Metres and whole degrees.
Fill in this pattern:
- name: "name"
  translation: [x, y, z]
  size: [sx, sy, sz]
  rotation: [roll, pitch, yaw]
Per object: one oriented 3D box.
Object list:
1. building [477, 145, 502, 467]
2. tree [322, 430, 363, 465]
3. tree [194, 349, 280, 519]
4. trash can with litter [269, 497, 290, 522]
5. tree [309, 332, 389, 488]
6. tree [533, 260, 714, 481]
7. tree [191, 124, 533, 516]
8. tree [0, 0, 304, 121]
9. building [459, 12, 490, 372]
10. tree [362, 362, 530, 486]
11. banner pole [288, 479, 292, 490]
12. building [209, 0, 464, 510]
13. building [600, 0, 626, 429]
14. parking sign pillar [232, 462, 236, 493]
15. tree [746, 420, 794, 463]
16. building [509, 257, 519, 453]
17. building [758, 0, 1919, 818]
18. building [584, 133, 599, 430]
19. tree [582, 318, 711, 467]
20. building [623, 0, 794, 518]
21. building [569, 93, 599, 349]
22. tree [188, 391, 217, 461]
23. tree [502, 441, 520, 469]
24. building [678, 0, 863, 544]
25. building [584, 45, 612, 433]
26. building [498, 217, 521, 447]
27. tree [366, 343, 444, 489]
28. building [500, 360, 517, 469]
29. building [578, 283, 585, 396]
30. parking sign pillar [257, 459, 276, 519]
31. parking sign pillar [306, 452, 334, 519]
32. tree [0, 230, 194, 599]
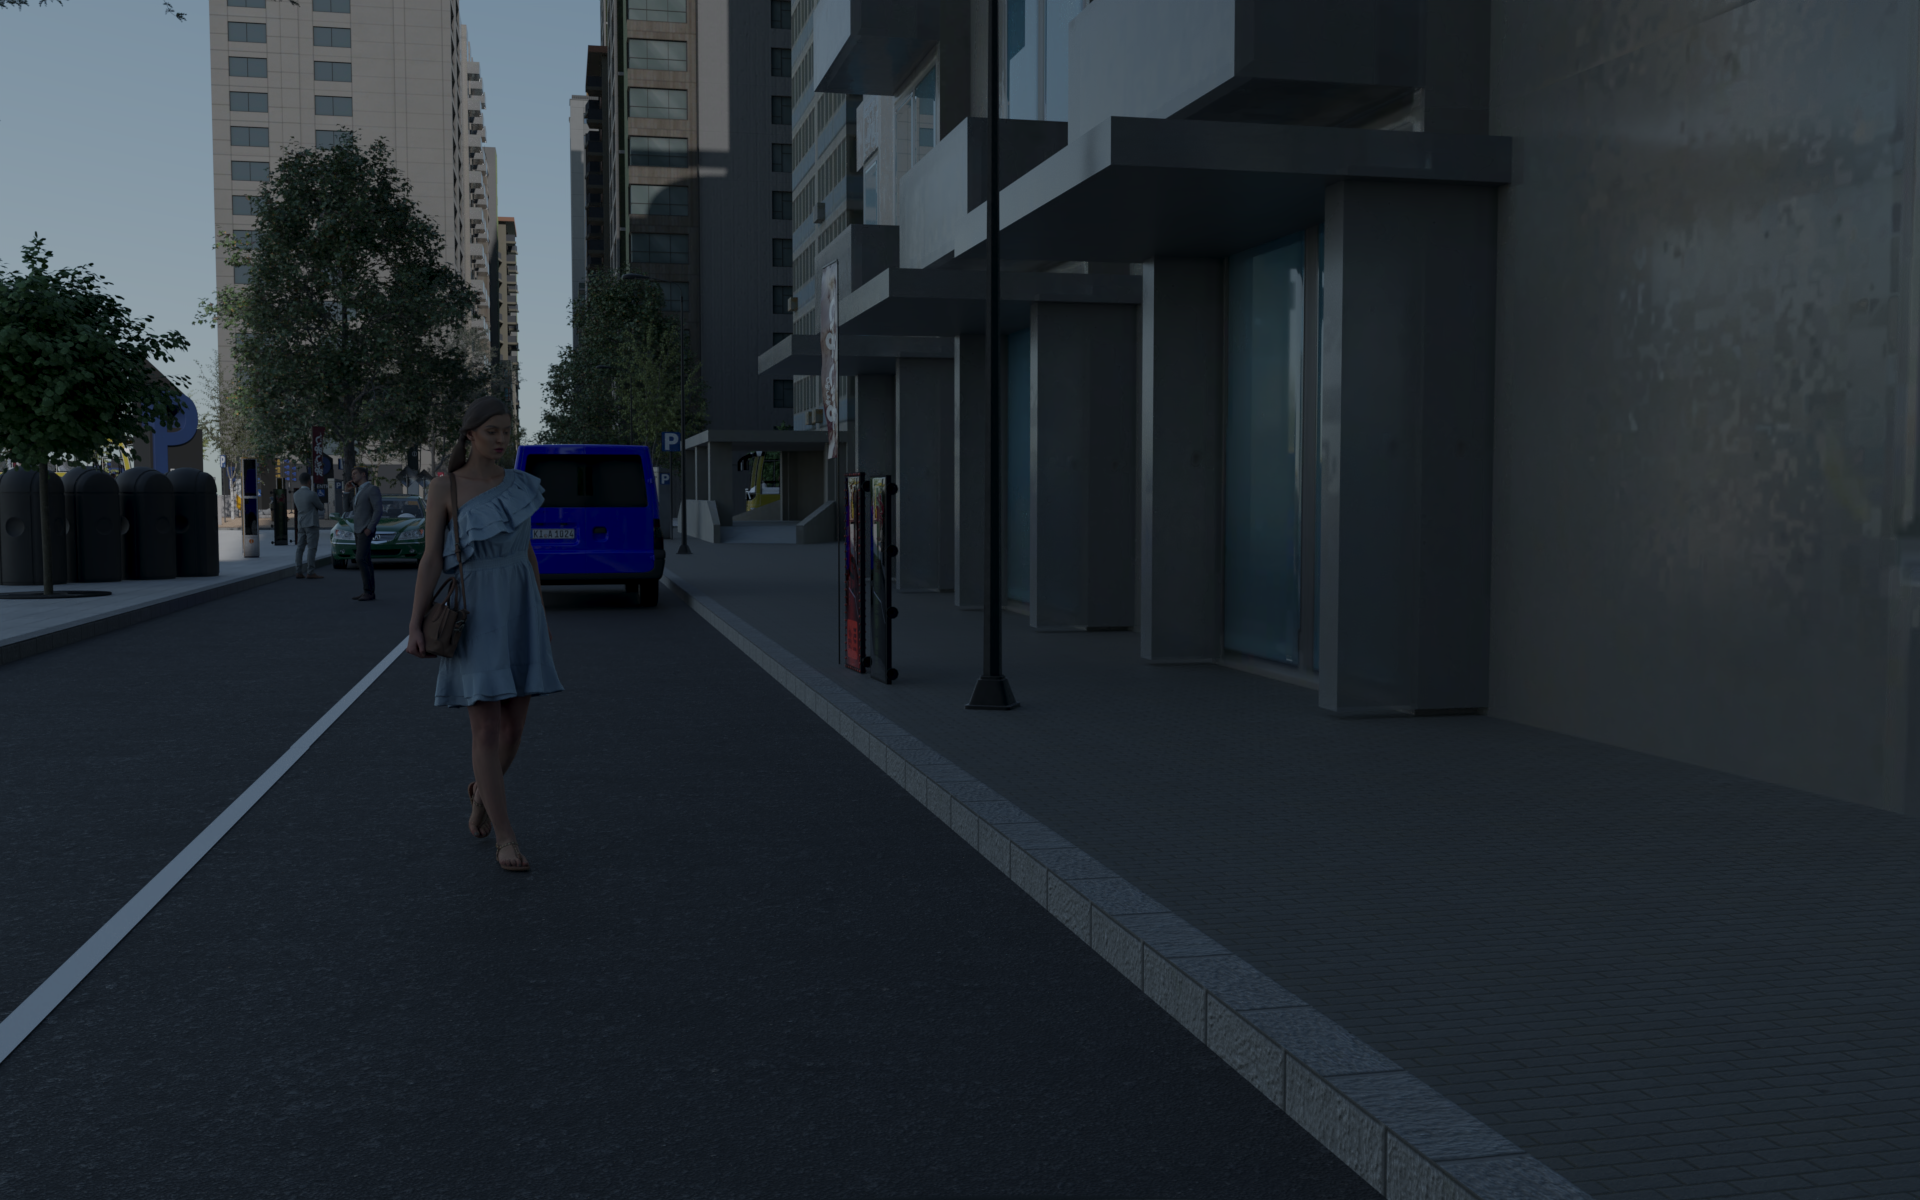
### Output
- name: "building"
  translation: [-59.788, -31.394, 196.886]
  size: [14.154, 41.232, 14.086]
  rotation: [-1, 4, -13]
- name: "tree"
  translation: [-42.277, -11.635, 124.651]
  size: [8.767, 10.594, 7.601]
  rotation: [-1, 4, -11]
- name: "tree"
  translation: [-36.879, -8.388, 87.505]
  size: [4.360, 8.622, 3.978]
  rotation: [0, 3, 0]
- name: "trash can with litter"
  translation: [-31.590, -4.228, 80.521]
  size: [1.055, 1.170, 0.624]
  rotation: [2, 4, 28]
- name: "tree"
  translation: [-25.469, -7.441, 72.019]
  size: [4.737, 8.622, 4.395]
  rotation: [0, 3, 0]
- name: "tree"
  translation: [-16.449, -10.272, 84.947]
  size: [9.611, 12.733, 9.660]
  rotation: [0, 3, 0]
- name: "tree"
  translation: [-19.171, -8.392, 54.220]
  size: [9.611, 12.733, 9.660]
  rotation: [0, 3, 0]
- name: "tree"
  translation: [-8.672, -6.031, 8.972]
  size: [12.009, 13.543, 11.850]
  rotation: [0, 3, 0]
- name: "building"
  translation: [-59.019, -33.883, 173.600]
  size: [23.786, 49.044, 30.456]
  rotation: [-1, 4, -13]
- name: "tree"
  translation: [-32.760, -10.941, 113.303]
  size: [8.767, 10.594, 7.601]
  rotation: [1, 4, 18]
- name: "banner pole"
  translation: [-49.898, -8.500, 128.992]
  size: [0.401, 3.779, 0.863]
  rotation: [0, 4, -2]
- name: "building"
  translation: [-51.309, -43.434, 148.393]
  size: [20.563, 71.187, 20.611]
  rotation: [-1, 4, -13]
- name: "building"
  translation: [-31.786, -46.267, 194.710]
  size: [20.563, 71.187, 20.611]
  rotation: [-1, 4, -13]
- name: "parking sign pillar"
  translation: [-51.894, -8.280, 123.850]
  size: [1.447, 3.967, 1.447]
  rotation: [2, 4, 33]
- name: "tree"
  translation: [-7.808, -5.693, 76.797]
  size: [4.285, 4.588, 4.351]
  rotation: [0, 3, 0]
- name: "building"
  translation: [-79.995, -36.769, 284.763]
  size: [14.154, 41.232, 14.086]
  rotation: [-1, 4, -13]
- name: "building"
  translation: [10.497, -24.407, 18.669]
  size: [23.786, 49.044, 30.456]
  rotation: [-1, 4, -13]
- name: "building"
  translation: [-38.592, -34.352, 211.758]
  size: [14.600, 45.320, 14.200]
  rotation: [-1, 4, -13]
- name: "tree"
  translation: [-12.981, -7.543, 73.689]
  size: [4.737, 8.622, 4.395]
  rotation: [0, 3, 0]
- name: "building"
  translation: [-12.162, -20.059, 99.662]
  size: [14.160, 30.474, 14.107]
  rotation: [-1, 4, -13]
- name: "building"
  translation: [-47.083, -43.805, 258.204]
  size: [21.231, 58.520, 28.212]
  rotation: [-1, 4, -13]
- name: "tree"
  translation: [-53.680, -10.355, 119.663]
  size: [4.737, 8.622, 4.395]
  rotation: [0, 3, 0]
- name: "tree"
  translation: [-54.335, -15.835, 209.264]
  size: [4.360, 8.622, 3.978]
  rotation: [0, 3, 0]
- name: "building"
  translation: [7.691, -22.171, 54.380]
  size: [32.217, 40.220, 23.993]
  rotation: [-1, 4, -13]
- name: "building"
  translation: [-25.508, -31.582, 170.995]
  size: [22.147, 44.769, 28.867]
  rotation: [-1, 4, -13]
- name: "building"
  translation: [-78.425, -37.210, 263.013]
  size: [22.147, 44.769, 28.867]
  rotation: [-1, 4, -13]
- name: "tree"
  translation: [-26.234, -8.108, 82.932]
  size: [4.360, 8.622, 3.978]
  rotation: [0, 3, 0]
- name: "building"
  translation: [-74.621, -23.822, 234.520]
  size: [27.650, 21.520, 28.899]
  rotation: [-1, 4, -13]
- name: "building"
  translation: [-45.101, -28.510, 237.838]
  size: [14.160, 30.474, 14.107]
  rotation: [-1, 4, -13]
- name: "parking sign pillar"
  translation: [-36.595, -6.282, 91.189]
  size: [1.447, 3.967, 1.447]
  rotation: [1, 4, 12]
- name: "parking sign pillar"
  translation: [-32.511, -6.088, 88.009]
  size: [1.447, 3.967, 1.447]
  rotation: [-2, 4, -25]
- name: "tree"
  translation: [-11.550, -2.323, 21.695]
  size: [4.285, 4.588, 4.351]
  rotation: [0, 3, 0]
